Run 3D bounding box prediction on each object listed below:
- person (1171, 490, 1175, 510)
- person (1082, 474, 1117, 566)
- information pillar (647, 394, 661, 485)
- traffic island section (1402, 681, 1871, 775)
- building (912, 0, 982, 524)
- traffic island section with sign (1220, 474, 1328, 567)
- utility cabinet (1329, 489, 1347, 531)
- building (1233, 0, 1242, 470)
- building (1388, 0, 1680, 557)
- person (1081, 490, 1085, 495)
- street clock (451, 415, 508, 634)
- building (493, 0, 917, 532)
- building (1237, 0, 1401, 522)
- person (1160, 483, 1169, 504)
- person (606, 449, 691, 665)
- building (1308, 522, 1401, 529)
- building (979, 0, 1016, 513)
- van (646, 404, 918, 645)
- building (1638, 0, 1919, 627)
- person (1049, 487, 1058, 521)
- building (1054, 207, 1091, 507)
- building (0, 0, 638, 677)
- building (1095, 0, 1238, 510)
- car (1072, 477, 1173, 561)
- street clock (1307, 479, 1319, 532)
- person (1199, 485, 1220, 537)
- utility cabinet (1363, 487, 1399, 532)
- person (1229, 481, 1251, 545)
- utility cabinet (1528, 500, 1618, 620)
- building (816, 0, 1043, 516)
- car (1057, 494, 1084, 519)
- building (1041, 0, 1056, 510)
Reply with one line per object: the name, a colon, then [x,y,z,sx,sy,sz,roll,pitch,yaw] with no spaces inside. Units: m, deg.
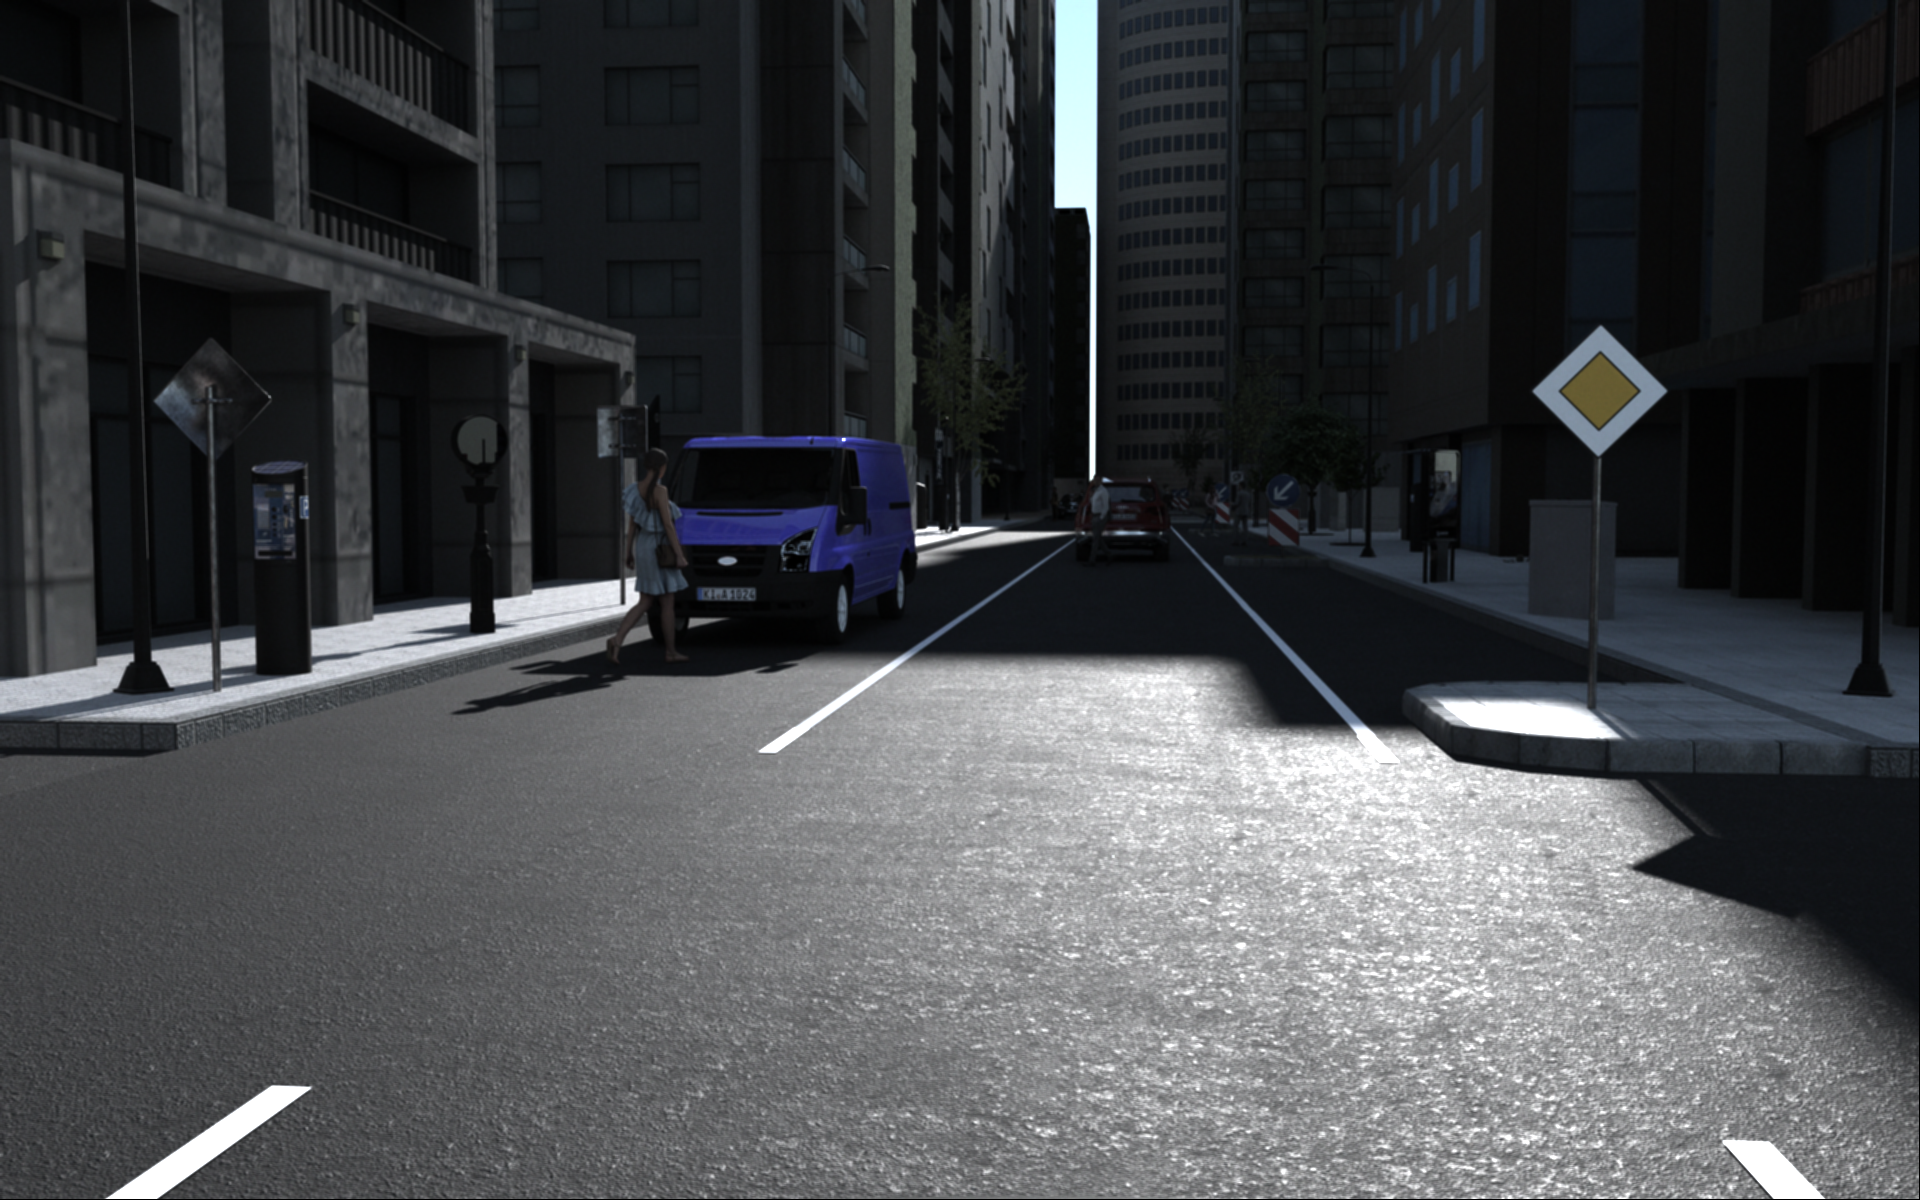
person: [18.600,-8.740,151.365,0.705,1.831,1.348,2,4,26]
person: [2.760,-1.583,34.475,0.850,1.850,0.679,-2,4,-26]
information pillar: [-7.165,-3.012,40.607,0.183,3.616,0.504,1,4,19]
traffic island section: [3.795,0.729,10.359,2.009,0.180,2.903,0,4,6]
building: [-6.690,-18.502,74.213,14.160,30.474,14.107,0,4,6]
traffic island section with sign: [6.376,-1.618,35.074,1.989,1.847,2.006,0,4,6]
utility cabinet: [13.138,-3.156,60.278,0.318,1.500,1.173,0,4,-2]
building: [32.609,-32.186,115.487,28.713,52.752,27.495,0,4,6]
building: [18.228,-23.847,40.012,14.600,45.320,14.200,0,4,6]
person: [9.533,-7.608,133.337,0.683,1.767,0.568,0,4,-4]
street clock: [-4.421,-0.698,15.977,0.471,2.002,0.358,-2,4,-29]
building: [-9.172,-22.530,51.968,14.154,41.232,14.086,0,4,6]
building: [22.515,-19.855,96.330,14.160,30.474,14.107,0,4,6]
person: [7.878,-3.571,66.687,0.447,1.846,0.655,-1,4,-13]
person: [-2.566,-0.360,14.488,0.778,1.811,0.616,-3,5,-43]
building: [21.025,-18.203,69.326,14.160,30.474,14.107,0,4,6]
building: [-10.980,-31.297,100.948,28.713,52.752,27.495,0,4,6]
van: [-1.793,-0.853,18.334,2.240,2.365,5.245,0,4,7]
building: [22.773,-22.193,17.484,28.867,44.769,22.147,0,4,6]
person: [5.007,-5.121,92.324,0.705,1.812,1.348,-1,4,-10]
building: [6.262,-24.803,177.229,14.107,30.474,14.160,0,4,6]
building: [-15.606,-35.657,21.237,20.563,71.187,20.611,0,4,6]
building: [28.186,-38.921,178.351,28.212,58.520,21.231,0,4,6]
car: [3.634,-1.837,38.707,2.281,1.827,5.304,0,4,5]
street clock: [11.913,-3.303,58.566,0.471,2.002,0.358,-3,5,-40]
person: [8.416,-3.023,58.509,0.643,1.750,0.593,3,4,36]
utility cabinet: [14.172,-3.035,58.294,1.173,1.500,0.318,1,4,13]
person: [7.829,-2.434,48.492,0.606,1.804,0.583,-3,5,-43]
utility cabinet: [6.383,-0.422,18.069,0.306,1.237,1.020,-1,4,-20]
building: [-1.619,-26.796,121.711,14.154,41.232,14.086,0,4,6]
car: [6.510,-5.455,98.979,2.009,1.686,4.222,0,4,7]
building: [-5.972,-37.211,150.402,28.212,58.520,21.231,0,4,6]
